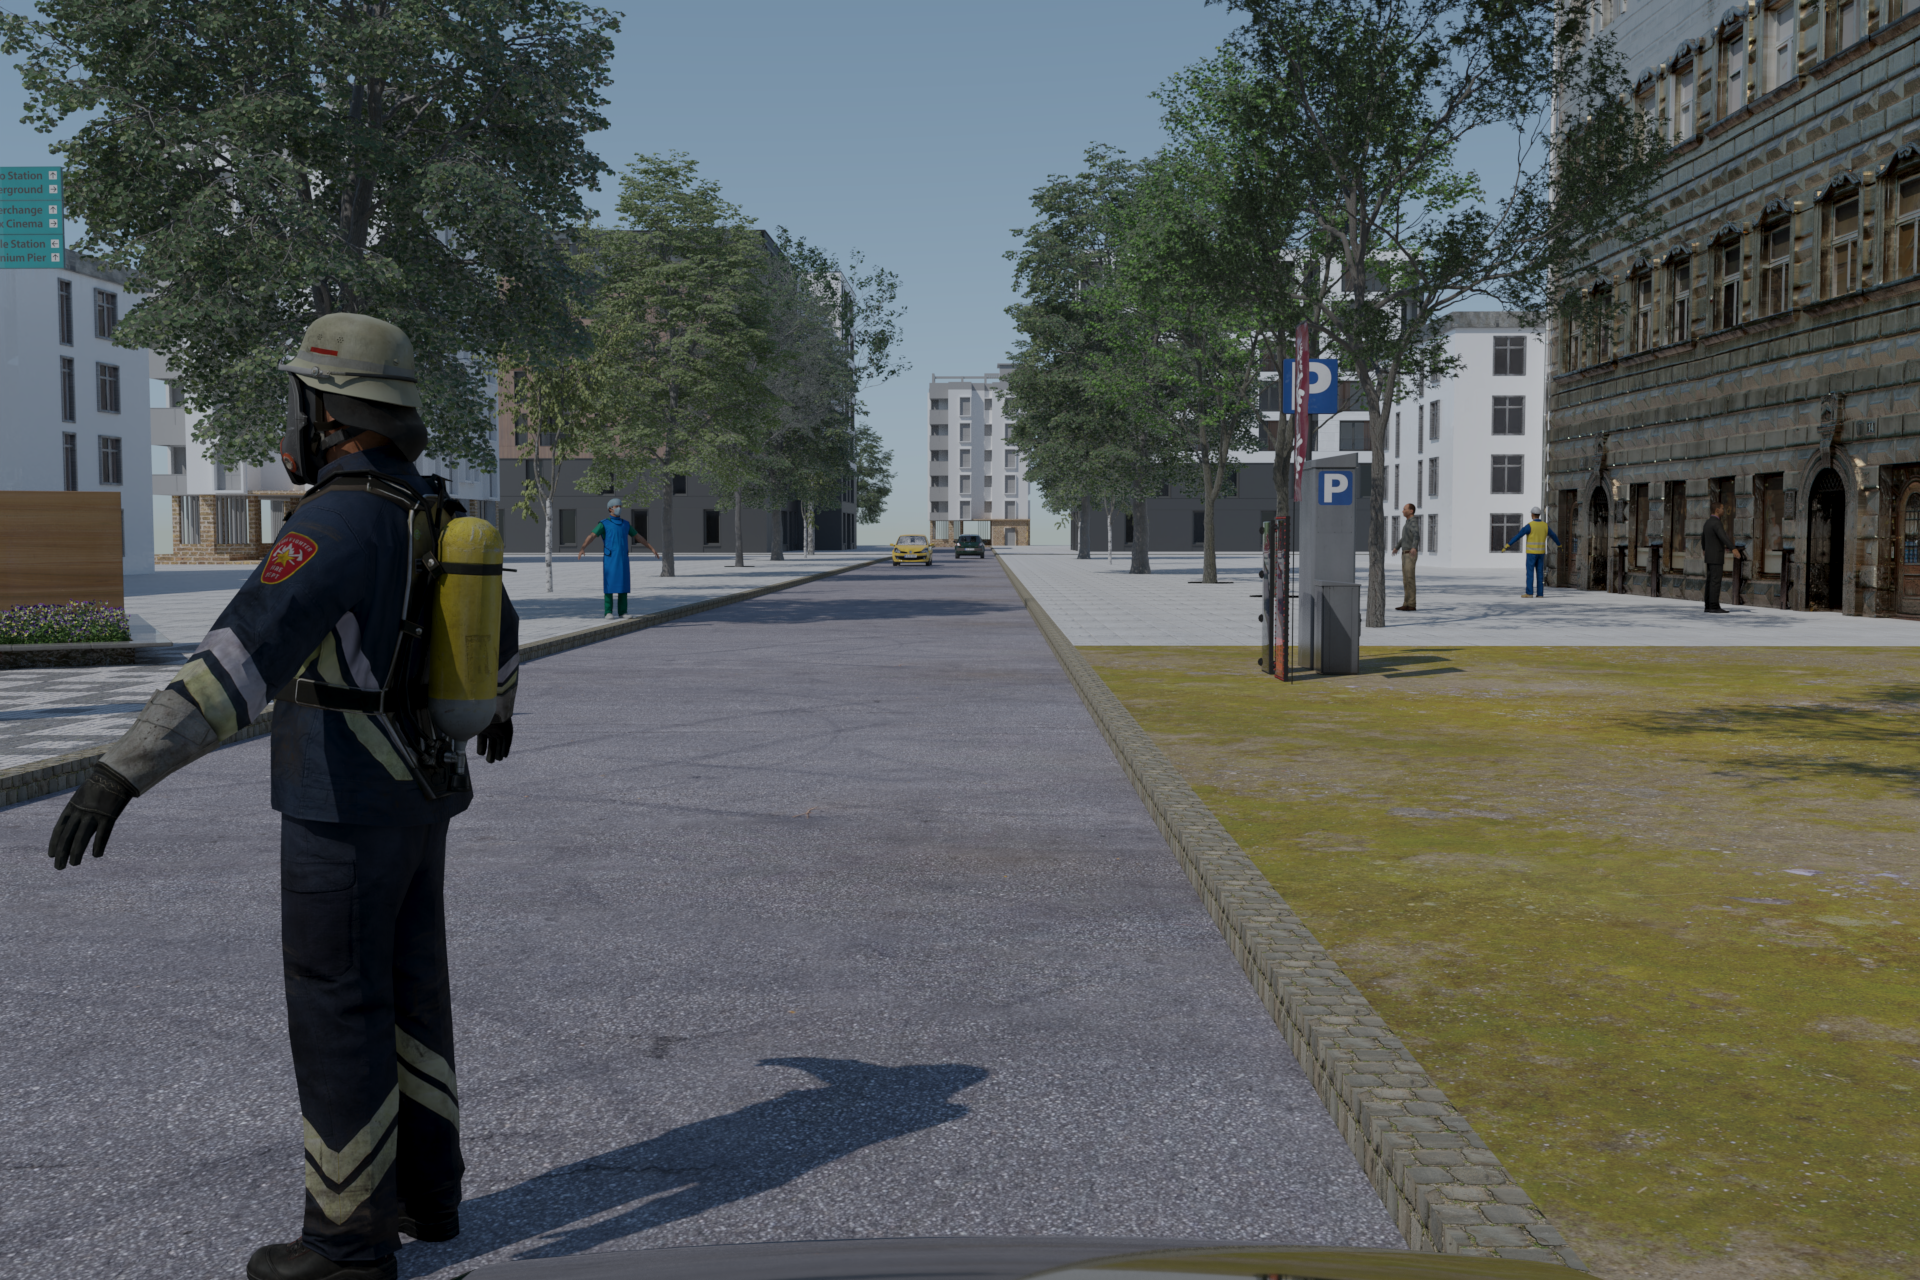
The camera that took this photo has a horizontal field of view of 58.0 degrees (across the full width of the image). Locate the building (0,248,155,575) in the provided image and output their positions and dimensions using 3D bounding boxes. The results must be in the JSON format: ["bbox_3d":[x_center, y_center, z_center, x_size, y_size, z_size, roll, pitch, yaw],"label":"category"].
[{"bbox_3d":[-27.258,-6.122,42.243,9.099,9.664,28.070,0,4,2],"label":"building"}]

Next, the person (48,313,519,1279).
[{"bbox_3d":[-1.189,0.296,3.404,0.705,1.856,1.354,1,4,15],"label":"person"}]

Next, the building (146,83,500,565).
[{"bbox_3d":[-28.392,-13.315,74.113,16.016,20.090,11.380,0,4,1],"label":"building"}]

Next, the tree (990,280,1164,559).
[{"bbox_3d":[6.354,-11.091,87.994,9.857,13.997,8.962,0,3,0],"label":"tree"}]

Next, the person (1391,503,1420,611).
[{"bbox_3d":[7.484,-1.388,28.959,0.705,1.796,1.348,0,4,1],"label":"person"}]

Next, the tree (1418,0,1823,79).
[{"bbox_3d":[4.559,-4.457,7.278,7.601,10.594,8.767,1,4,12],"label":"tree"}]

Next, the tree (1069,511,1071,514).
[{"bbox_3d":[14.292,-14.802,192.371,4.360,8.622,3.978,0,3,0],"label":"tree"}]

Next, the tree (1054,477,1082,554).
[{"bbox_3d":[7.109,-9.469,105.184,4.737,8.622,4.395,0,3,0],"label":"tree"}]

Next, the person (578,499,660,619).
[{"bbox_3d":[-5.176,-1.223,26.129,1.347,1.817,0.704,-3,5,-39],"label":"person"}]

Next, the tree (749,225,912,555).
[{"bbox_3d":[-8.931,-15.257,105.335,12.611,20.169,13.585,0,3,0],"label":"tree"}]

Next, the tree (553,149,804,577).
[{"bbox_3d":[-8.397,-8.175,51.794,7.486,12.596,7.792,0,3,0],"label":"tree"}]

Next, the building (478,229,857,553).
[{"bbox_3d":[-23.198,-17.676,132.982,27.936,21.610,32.646,0,4,1],"label":"building"}]

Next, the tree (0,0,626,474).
[{"bbox_3d":[-9.628,-7.342,26.691,9.857,13.997,8.962,0,3,0],"label":"tree"}]

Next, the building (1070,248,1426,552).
[{"bbox_3d":[22.806,-18.132,140.435,27.936,21.610,32.646,0,4,1],"label":"building"}]

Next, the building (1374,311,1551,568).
[{"bbox_3d":[23.077,-7.541,65.441,9.099,9.664,28.070,0,4,1],"label":"building"}]

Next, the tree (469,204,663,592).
[{"bbox_3d":[-8.945,-5.372,38.195,4.737,8.622,4.395,0,3,0],"label":"tree"}]

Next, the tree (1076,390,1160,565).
[{"bbox_3d":[6.321,-7.489,72.800,4.360,8.622,3.978,0,3,0],"label":"tree"}]

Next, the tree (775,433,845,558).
[{"bbox_3d":[-7.988,-8.661,91.974,4.737,8.622,4.395,0,3,0],"label":"tree"}]

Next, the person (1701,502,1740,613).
[{"bbox_3d":[12.308,-1.342,28.170,0.704,1.802,1.346,0,4,2],"label":"person"}]

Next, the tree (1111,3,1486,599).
[{"bbox_3d":[6.522,-6.652,34.521,9.928,11.665,9.643,0,3,0],"label":"tree"}]

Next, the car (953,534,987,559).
[{"bbox_3d":[0.585,-5.609,101.501,2.009,1.686,4.222,0,4,1],"label":"car"}]

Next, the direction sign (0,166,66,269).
[{"bbox_3d":[-7.050,-1.415,11.895,2.525,3.948,1.411,0,4,2],"label":"direction sign"}]

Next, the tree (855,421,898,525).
[{"bbox_3d":[-11.946,-17.491,192.636,9.857,13.997,8.962,0,3,0],"label":"tree"}]

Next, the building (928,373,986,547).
[{"bbox_3d":[-3.298,-20.623,196.062,11.380,20.090,16.016,0,4,-1],"label":"building"}]

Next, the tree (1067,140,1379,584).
[{"bbox_3d":[6.613,-7.274,44.685,9.928,11.665,9.643,0,3,0],"label":"tree"}]

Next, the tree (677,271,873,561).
[{"bbox_3d":[-8.886,-10.778,82.883,9.857,13.997,8.962,0,3,0],"label":"tree"}]

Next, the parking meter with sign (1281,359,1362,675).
[{"bbox_3d":[3.477,-1.237,16.487,0.543,3.016,1.738,0,3,0],"label":"parking meter with sign"}]

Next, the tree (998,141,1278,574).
[{"bbox_3d":[5.730,-9.097,55.390,9.857,13.997,8.962,0,3,0],"label":"tree"}]

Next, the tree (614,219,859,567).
[{"bbox_3d":[-8.670,-9.582,67.043,12.009,13.543,11.850,0,3,0],"label":"tree"}]

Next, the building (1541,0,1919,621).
[{"bbox_3d":[23.219,-12.313,32.239,19.493,23.208,18.063,0,4,1],"label":"building"}]

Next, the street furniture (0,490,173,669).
[{"bbox_3d":[-12.934,-0.647,17.440,9.812,1.723,11.010,-2,4,-28],"label":"street furniture"}]

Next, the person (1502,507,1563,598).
[{"bbox_3d":[11.541,-1.763,34.800,1.349,1.833,0.705,-1,4,-13],"label":"person"}]

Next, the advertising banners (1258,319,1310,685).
[{"bbox_3d":[2.831,-1.162,15.185,0.090,3.025,2.074,0,4,1],"label":"advertising banners"}]

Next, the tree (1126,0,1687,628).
[{"bbox_3d":[6.002,-5.463,23.740,7.601,10.594,8.767,-3,5,-40],"label":"tree"}]

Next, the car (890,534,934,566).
[{"bbox_3d":[-2.149,-4.184,78.629,2.015,1.641,3.980,0,4,1],"label":"car"}]
